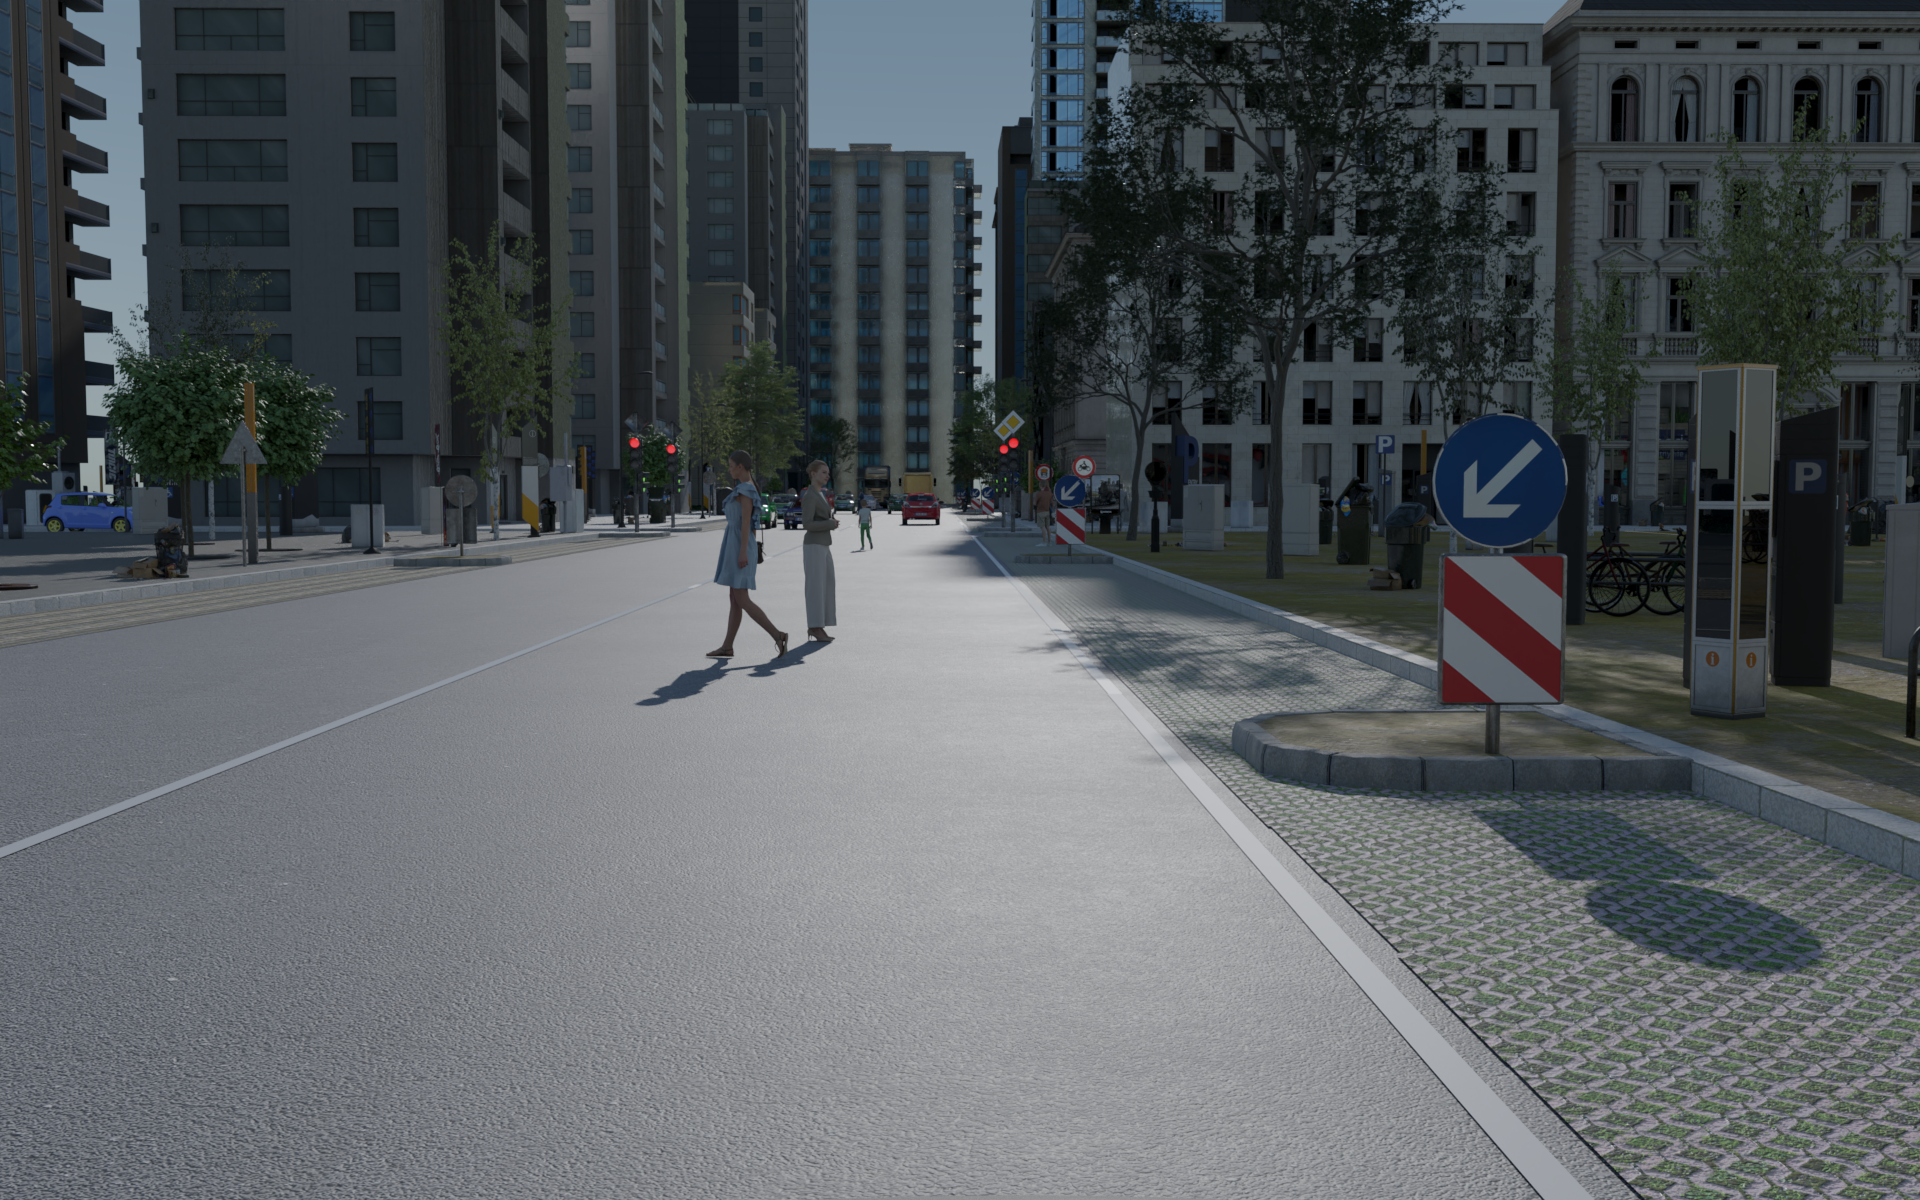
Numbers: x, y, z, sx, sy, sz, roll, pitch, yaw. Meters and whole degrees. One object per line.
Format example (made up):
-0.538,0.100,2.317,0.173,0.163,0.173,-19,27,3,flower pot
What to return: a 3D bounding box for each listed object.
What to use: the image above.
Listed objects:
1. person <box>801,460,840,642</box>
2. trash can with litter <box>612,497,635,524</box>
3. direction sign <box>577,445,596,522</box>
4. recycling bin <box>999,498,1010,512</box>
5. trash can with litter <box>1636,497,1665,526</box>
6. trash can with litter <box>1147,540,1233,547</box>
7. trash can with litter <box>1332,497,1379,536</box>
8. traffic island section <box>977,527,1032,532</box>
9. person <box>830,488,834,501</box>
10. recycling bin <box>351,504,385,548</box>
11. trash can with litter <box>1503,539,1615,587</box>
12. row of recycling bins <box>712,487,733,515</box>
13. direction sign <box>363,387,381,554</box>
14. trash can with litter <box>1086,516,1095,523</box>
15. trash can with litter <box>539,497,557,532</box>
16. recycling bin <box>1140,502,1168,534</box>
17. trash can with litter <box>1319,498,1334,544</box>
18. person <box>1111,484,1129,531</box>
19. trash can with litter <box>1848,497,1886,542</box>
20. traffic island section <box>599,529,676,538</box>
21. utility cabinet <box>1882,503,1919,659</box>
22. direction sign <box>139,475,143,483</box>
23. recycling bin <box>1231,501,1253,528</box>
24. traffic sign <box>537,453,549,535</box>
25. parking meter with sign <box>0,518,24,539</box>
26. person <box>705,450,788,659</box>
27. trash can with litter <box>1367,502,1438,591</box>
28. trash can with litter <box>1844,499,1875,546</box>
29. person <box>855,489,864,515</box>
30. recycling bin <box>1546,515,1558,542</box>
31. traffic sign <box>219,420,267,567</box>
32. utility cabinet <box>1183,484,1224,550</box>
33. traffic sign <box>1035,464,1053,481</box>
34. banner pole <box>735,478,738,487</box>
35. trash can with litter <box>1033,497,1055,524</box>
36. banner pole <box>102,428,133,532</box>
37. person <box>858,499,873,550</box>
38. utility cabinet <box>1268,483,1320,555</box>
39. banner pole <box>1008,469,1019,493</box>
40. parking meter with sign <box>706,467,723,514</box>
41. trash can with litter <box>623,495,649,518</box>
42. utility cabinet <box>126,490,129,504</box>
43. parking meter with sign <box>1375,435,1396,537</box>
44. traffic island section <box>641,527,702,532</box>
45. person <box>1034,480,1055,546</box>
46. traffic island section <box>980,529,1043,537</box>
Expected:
-1.341,-0.474,16.794,0.362,1.759,0.519,1,4,9,person
-14.357,-3.836,74.112,1.055,1.170,0.624,0,4,-4,trash can with litter
-17.241,-5.355,79.547,0.379,3.537,0.876,2,4,32,direction sign
3.198,-6.748,122.890,0.722,1.027,0.722,-1,4,-12,recycling bin
27.342,-3.497,68.567,1.055,1.170,0.624,2,4,30,trash can with litter
5.697,-1.932,42.644,2.233,1.210,1.678,0,4,1,trash can with litter
12.777,-2.639,54.203,2.233,1.210,1.678,1,4,10,trash can with litter
1.686,-2.685,66.185,2.009,0.180,2.903,0,4,-1,traffic island section
-8.791,-6.667,117.633,0.709,1.813,0.853,2,4,26,person
-14.327,-1.796,41.911,0.722,1.027,0.722,-1,4,-15,recycling bin
8.067,-0.785,23.898,2.233,1.210,1.678,0,4,4,trash can with litter
-14.446,-6.038,105.839,1.069,1.692,3.534,-1,4,-16,row of recycling bins
-12.646,-2.761,37.146,0.379,3.537,0.876,-2,4,-28,direction sign
5.585,-4.051,77.620,1.055,1.170,0.624,2,4,35,trash can with litter
-13.972,-2.870,58.312,0.624,1.170,1.055,-2,4,-30,trash can with litter
6.304,-2.683,56.426,0.722,1.027,0.722,-1,4,-16,recycling bin
9.202,-2.022,44.444,0.624,1.170,1.055,0,4,-6,trash can with litter
5.887,-3.386,63.983,0.709,1.813,0.853,0,4,-7,person
24.609,-2.229,47.507,1.678,1.210,2.233,-2,4,-30,trash can with litter
-10.837,-2.186,58.021,2.009,0.180,2.903,0,4,-1,traffic island section
7.607,-0.169,13.933,0.306,1.237,1.020,2,4,30,utility cabinet
-55.989,-7.769,119.018,0.876,3.537,0.379,1,4,15,direction sign
10.687,-3.247,65.641,0.722,1.027,0.722,1,4,21,recycling bin
-13.042,-3.261,53.423,0.768,2.556,0.104,1,4,8,traffic sign
-27.751,-3.252,49.435,1.738,3.016,0.543,-1,4,-18,parking meter with sign
-1.845,-0.397,15.084,0.778,1.811,0.616,1,4,15,person
5.927,-0.726,23.264,0.624,1.170,1.055,3,4,39,trash can with litter
21.968,-1.916,42.716,0.624,1.170,1.055,-2,4,-32,trash can with litter
-6.814,-6.709,118.376,0.419,1.800,0.721,-3,5,-40,person
16.172,-2.066,46.336,0.722,1.027,0.722,0,4,-8,recycling bin
-12.622,-1.865,30.493,0.884,2.594,0.081,0,4,7,traffic sign
5.517,-1.874,39.326,0.318,1.500,1.173,-2,4,-28,utility cabinet
3.549,-4.464,73.098,0.768,2.556,0.104,0,4,4,traffic sign
-14.008,-7.247,108.506,0.401,3.779,0.863,0,4,5,banner pole
3.715,-3.909,75.303,1.055,1.170,0.624,1,4,23,trash can with litter
-28.243,-4.161,58.052,0.863,3.779,0.401,0,4,-7,banner pole
-2.422,-1.941,44.484,0.306,1.304,0.590,-2,4,-29,person
6.966,-1.679,36.135,0.318,1.500,1.173,-2,4,-35,utility cabinet
2.898,-6.762,100.575,0.401,3.779,0.863,2,4,25,banner pole
-15.613,-7.054,111.590,0.543,3.016,1.738,2,4,26,parking meter with sign
-17.186,-4.926,91.595,2.233,1.210,1.678,0,4,3,trash can with litter
-39.541,-4.511,82.433,0.318,1.500,1.173,-2,4,-25,utility cabinet
12.851,-3.409,52.002,0.543,3.016,1.738,1,4,21,parking meter with sign
-10.954,-2.674,66.006,2.009,0.180,2.903,0,4,-1,traffic island section
2.304,-2.369,47.213,0.573,1.828,0.580,0,4,1,person
1.803,-2.197,58.201,2.009,0.180,2.903,0,4,-1,traffic island section
